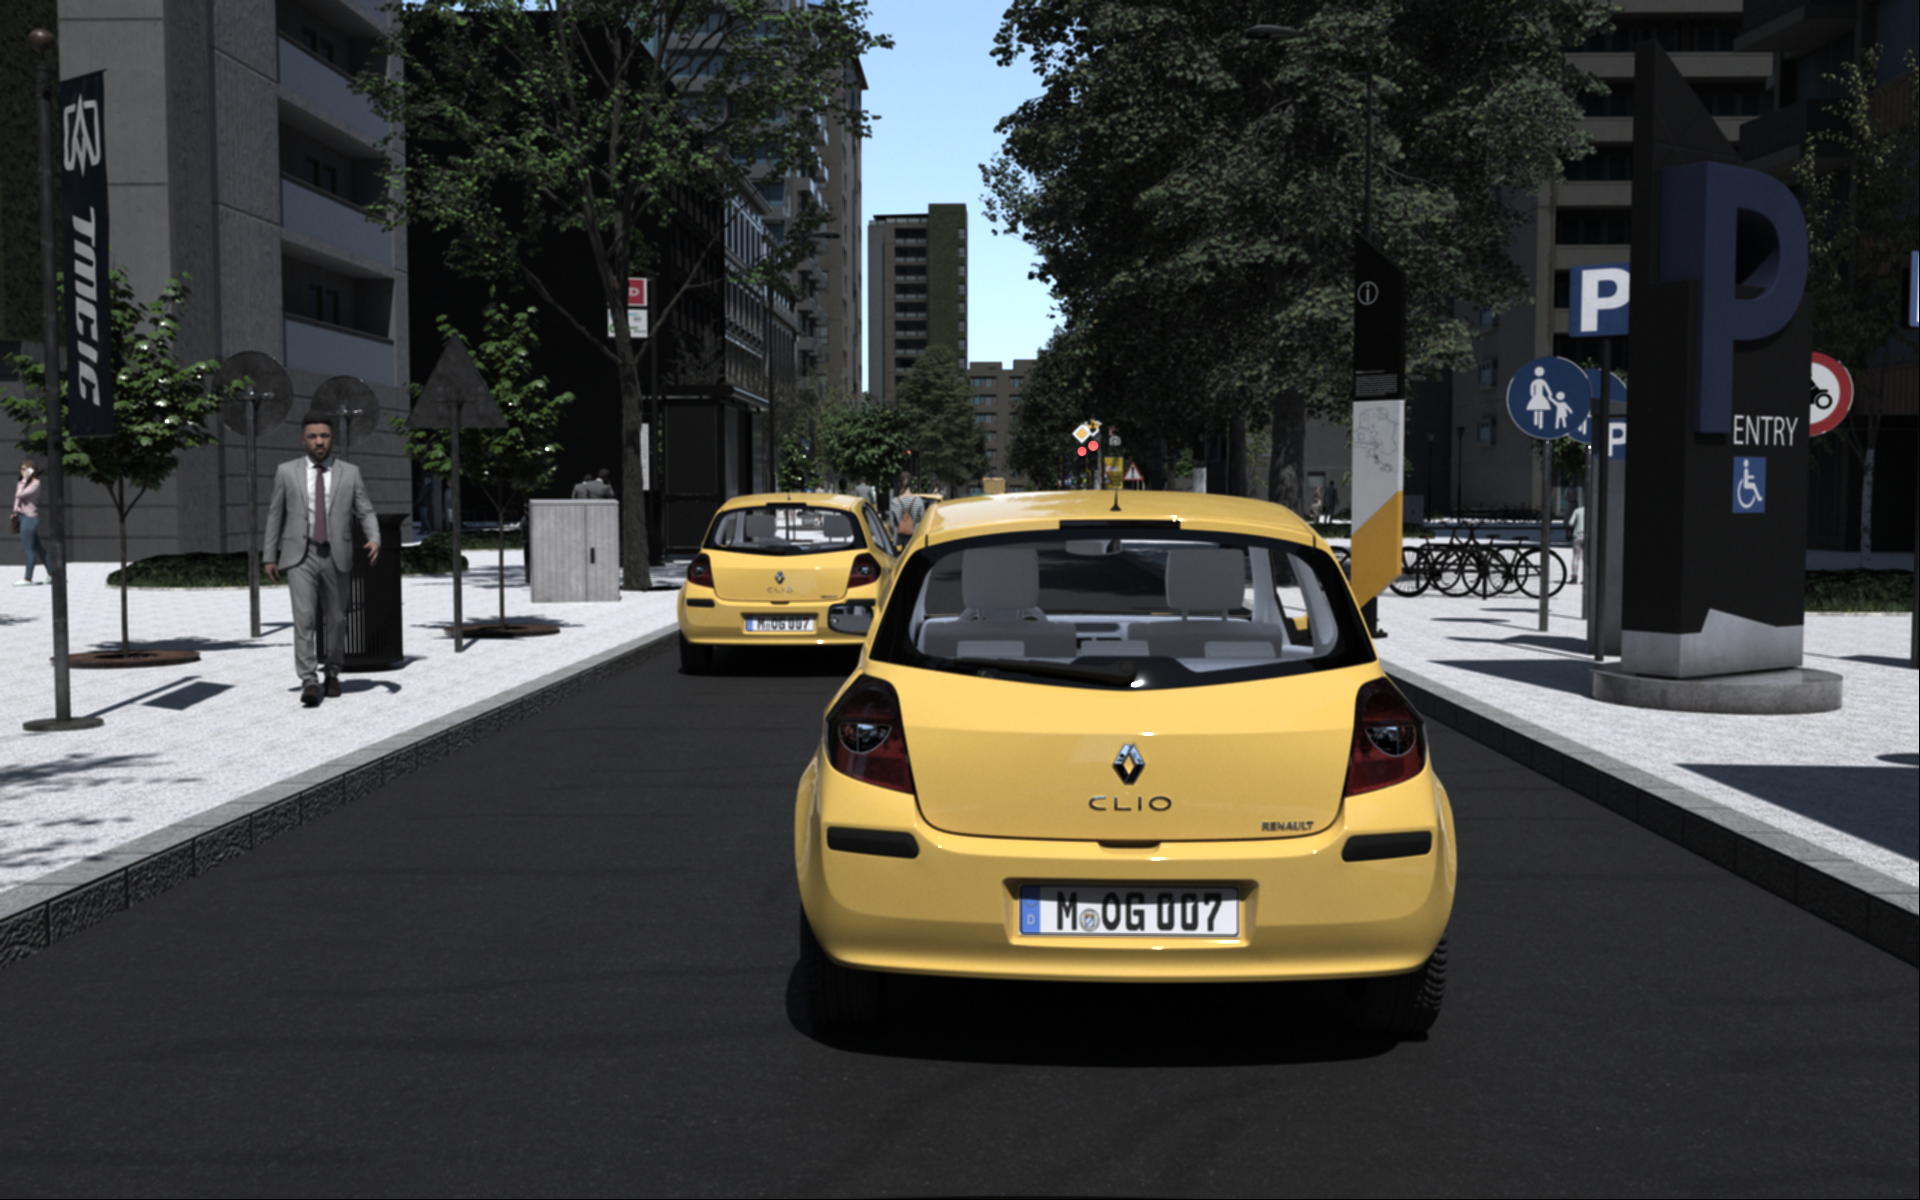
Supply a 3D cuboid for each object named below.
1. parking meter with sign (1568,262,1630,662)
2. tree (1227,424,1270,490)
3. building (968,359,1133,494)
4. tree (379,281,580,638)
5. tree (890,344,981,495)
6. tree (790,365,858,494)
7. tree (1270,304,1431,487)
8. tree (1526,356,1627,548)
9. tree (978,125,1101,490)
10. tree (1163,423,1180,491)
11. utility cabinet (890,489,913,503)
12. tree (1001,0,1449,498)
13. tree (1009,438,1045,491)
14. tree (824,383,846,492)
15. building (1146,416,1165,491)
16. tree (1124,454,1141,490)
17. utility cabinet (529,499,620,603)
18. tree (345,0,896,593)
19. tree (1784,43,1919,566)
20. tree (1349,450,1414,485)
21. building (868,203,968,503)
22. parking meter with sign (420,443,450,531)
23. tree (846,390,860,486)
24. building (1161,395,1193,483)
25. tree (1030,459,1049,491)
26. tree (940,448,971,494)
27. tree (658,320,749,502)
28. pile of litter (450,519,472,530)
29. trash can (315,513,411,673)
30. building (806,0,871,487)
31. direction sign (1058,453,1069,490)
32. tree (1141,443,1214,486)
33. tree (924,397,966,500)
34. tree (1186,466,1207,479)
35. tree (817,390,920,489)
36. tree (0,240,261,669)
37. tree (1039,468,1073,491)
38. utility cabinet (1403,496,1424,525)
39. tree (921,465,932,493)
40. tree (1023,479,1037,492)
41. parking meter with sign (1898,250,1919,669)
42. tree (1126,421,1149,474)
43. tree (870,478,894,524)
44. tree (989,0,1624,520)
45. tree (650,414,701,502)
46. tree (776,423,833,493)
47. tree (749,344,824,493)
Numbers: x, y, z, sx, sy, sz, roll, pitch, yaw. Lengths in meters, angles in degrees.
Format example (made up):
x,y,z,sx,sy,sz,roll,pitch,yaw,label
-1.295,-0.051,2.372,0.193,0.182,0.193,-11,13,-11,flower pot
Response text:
x,y,z,sx,sy,sz,roll,pitch,yaw,label
5.373,-1.077,13.875,0.543,3.016,1.738,2,4,35,parking meter with sign
16.459,-9.091,99.006,4.737,8.622,4.395,0,3,0,tree
15.823,-24.973,253.344,28.899,21.520,27.650,0,4,1,building
-4.232,-1.307,15.978,1.663,3.219,1.824,0,3,0,tree
-2.092,-13.053,131.541,7.486,12.596,7.792,0,3,0,tree
-7.594,-9.047,98.274,4.737,8.622,4.395,0,3,0,tree
13.759,-6.590,58.102,4.737,8.622,4.395,0,3,0,tree
15.106,-3.528,41.390,4.285,4.588,4.351,0,3,0,tree
7.926,-13.776,81.123,12.611,20.169,13.585,0,3,0,tree
5.924,-7.500,48.376,9.928,11.665,9.643,0,3,0,tree
-2.495,-3.939,73.079,0.318,1.500,1.173,-3,5,-42,utility cabinet
5.704,-7.253,35.601,9.611,12.733,9.660,0,3,0,tree
7.778,-13.468,154.608,7.601,10.594,8.767,1,4,9,tree
-9.828,-9.546,106.441,4.360,8.622,3.978,0,3,0,tree
25.692,-29.969,173.595,14.154,41.232,14.086,0,4,1,building
13.694,-9.390,137.244,4.285,4.588,4.351,0,3,0,tree
-4.584,-0.578,20.610,1.020,1.237,0.306,-1,4,-19,utility cabinet
-4.462,-5.939,22.855,9.928,11.665,9.643,0,3,0,tree
14.638,-4.759,28.174,4.737,8.622,4.395,0,3,0,tree
23.058,-6.776,94.498,4.285,4.588,4.351,0,3,0,tree
-5.875,-34.372,245.575,14.086,41.232,14.154,0,4,1,building
-18.226,-3.892,59.903,0.543,3.016,1.738,1,4,9,parking meter with sign
-7.754,-10.004,113.934,4.360,8.622,3.978,0,3,0,tree
26.095,-31.098,158.571,14.600,45.320,14.200,0,4,1,building
8.280,-14.293,184.053,4.360,8.622,3.978,0,3,0,tree
-0.534,-15.670,206.567,4.360,8.622,3.978,0,3,0,tree
-11.182,-7.542,73.669,4.360,8.622,3.978,0,3,0,tree
-18.439,-2.943,62.090,1.719,0.858,1.176,0,4,-3,pile of litter
-4.390,-0.060,12.637,0.748,1.137,0.748,0,3,0,trash can
-28.513,-57.293,249.409,31.000,86.520,22.319,0,4,1,building
5.781,-6.409,96.780,0.379,3.537,0.876,3,5,41,direction sign
14.593,-7.757,110.539,4.285,4.588,4.351,0,3,0,tree
-0.744,-16.778,191.332,9.611,12.733,9.660,0,3,0,tree
13.883,-6.669,103.645,1.663,3.219,1.824,0,3,0,tree
-2.852,-4.345,54.756,4.285,4.588,4.351,0,3,0,tree
-6.464,-1.137,13.198,1.663,3.219,1.824,0,3,0,tree
7.651,-9.396,137.335,4.285,4.588,4.351,0,3,0,tree
18.194,-3.599,70.008,1.020,1.237,0.306,3,5,40,utility cabinet
-2.489,-6.368,98.711,1.663,3.219,1.824,0,3,0,tree
8.095,-12.669,201.736,1.663,3.219,1.824,0,3,0,tree
7.387,-0.955,11.874,0.543,3.016,1.738,-2,4,-27,parking meter with sign
13.181,-11.096,131.787,4.737,8.622,4.395,0,3,0,tree
-3.327,-4.918,75.017,1.663,3.219,1.824,0,3,0,tree
4.629,-7.212,24.567,9.857,13.997,8.962,0,3,0,tree
-8.316,-4.370,55.156,4.285,4.588,4.351,0,3,0,tree
-4.486,-3.155,46.193,1.663,3.219,1.824,0,3,0,tree
-9.145,-8.177,84.052,4.360,8.622,3.978,0,3,0,tree
